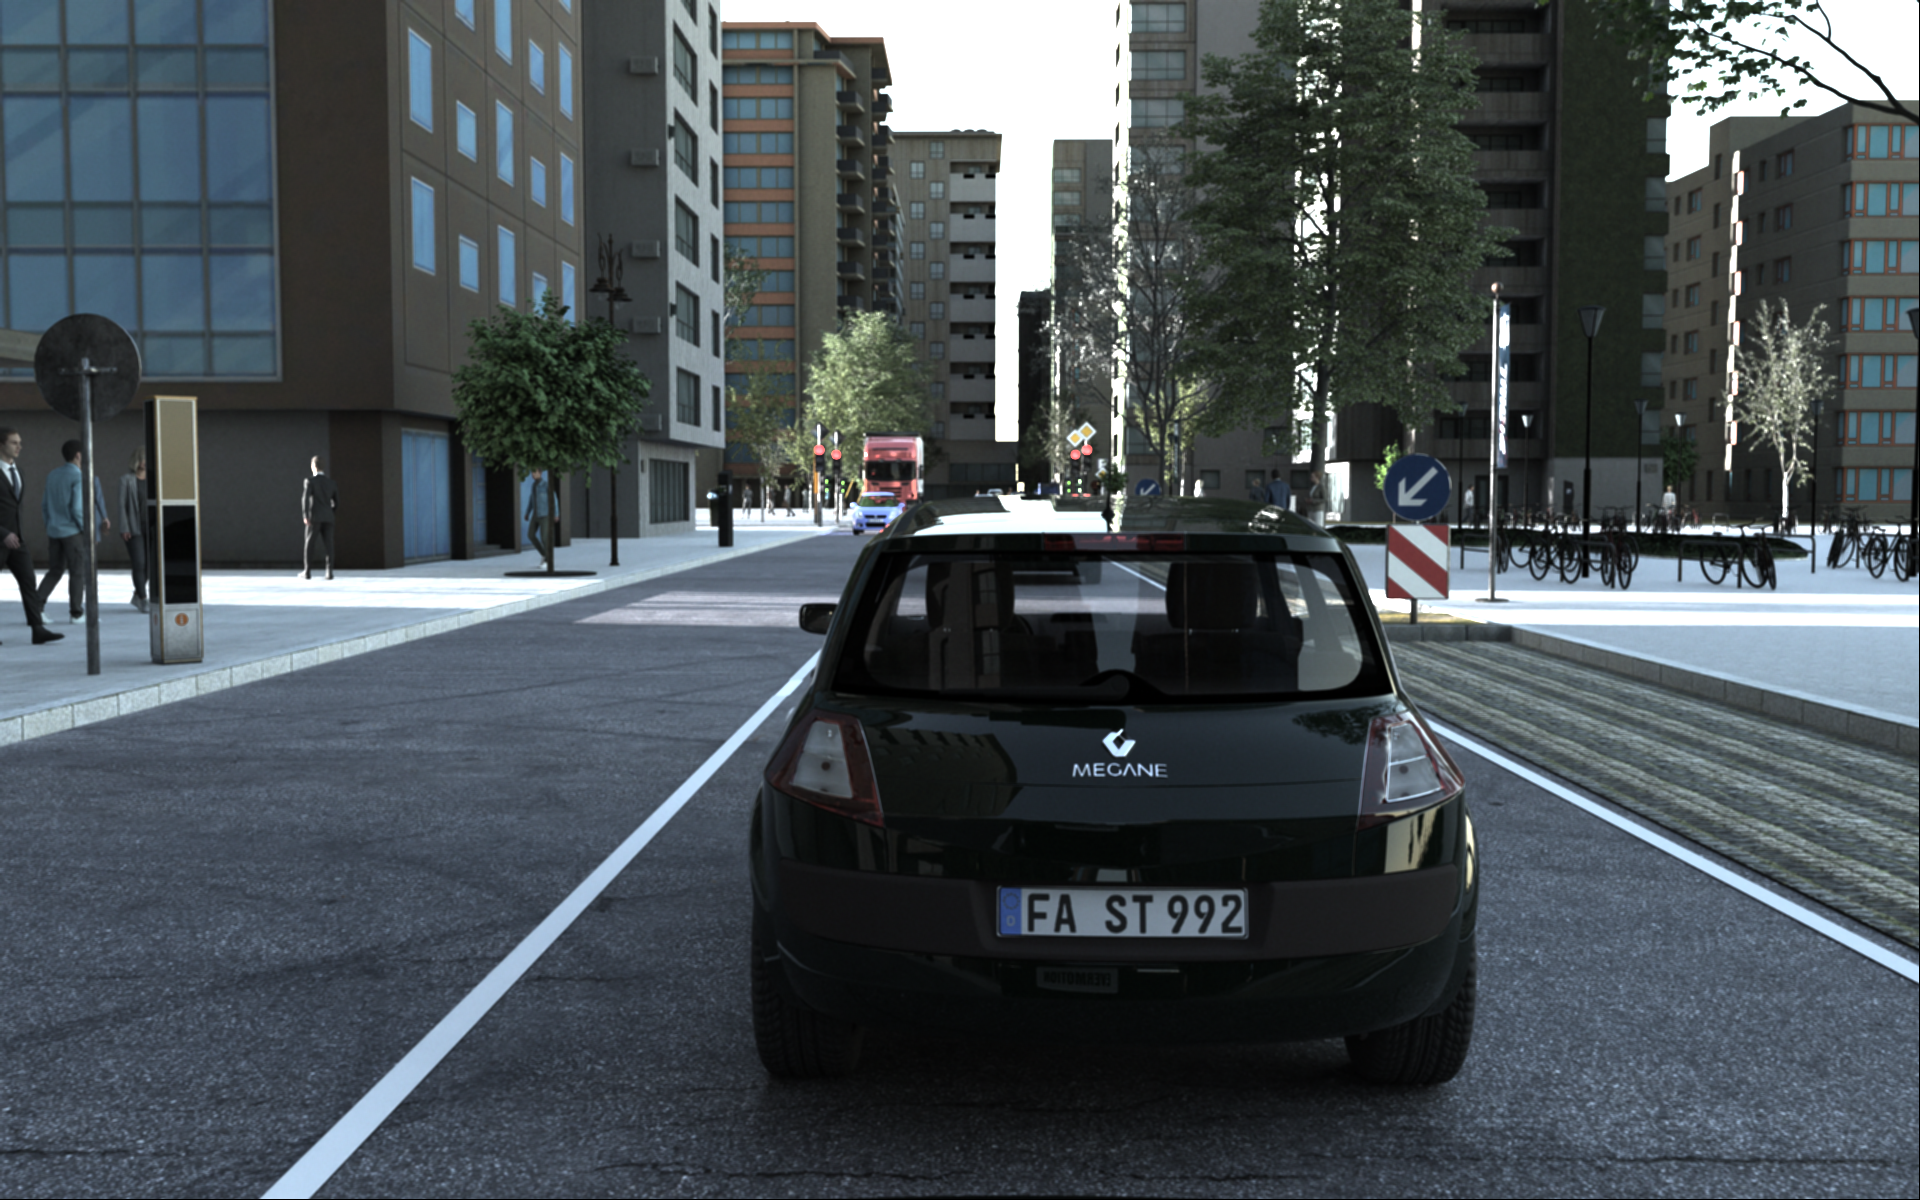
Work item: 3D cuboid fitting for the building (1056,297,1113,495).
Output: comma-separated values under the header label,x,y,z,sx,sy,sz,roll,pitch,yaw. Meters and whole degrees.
label,x,y,z,sx,sy,sz,roll,pitch,yaw
building,23.672,-19.651,166.333,27.650,21.520,28.899,0,4,1

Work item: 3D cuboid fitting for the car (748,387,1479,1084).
label,x,y,z,sx,sy,sz,roll,pitch,yaw
car,0.409,0.254,5.631,2.009,1.686,4.222,0,4,2

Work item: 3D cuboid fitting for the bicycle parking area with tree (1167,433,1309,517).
label,x,y,z,sx,sy,sz,roll,pitch,yaw
bicycle parking area with tree,12.512,-5.819,82.145,8.231,4.147,9.016,0,4,4

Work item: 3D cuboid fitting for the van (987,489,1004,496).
label,x,y,z,sx,sy,sz,roll,pitch,yaw
van,3.223,-9.167,156.885,2.013,2.044,4.112,0,4,2

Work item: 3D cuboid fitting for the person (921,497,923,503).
label,x,y,z,sx,sy,sz,roll,pitch,yaw
person,-4.426,-11.789,199.731,0.436,1.711,0.756,0,4,1

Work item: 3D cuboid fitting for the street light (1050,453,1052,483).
label,x,y,z,sx,sy,sz,roll,pitch,yaw
street light,7.915,-10.806,149.466,0.468,5.910,1.993,0,4,1

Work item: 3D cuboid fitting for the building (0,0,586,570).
label,x,y,z,sx,sy,sz,roll,pitch,yaw
building,-16.236,-23.526,34.760,14.600,45.320,14.200,0,4,1

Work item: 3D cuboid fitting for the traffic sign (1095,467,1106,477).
label,x,y,z,sx,sy,sz,roll,pitch,yaw
traffic sign,6.867,-5.094,83.022,0.795,2.593,0.064,0,4,2

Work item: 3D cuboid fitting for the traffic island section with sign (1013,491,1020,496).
label,x,y,z,sx,sy,sz,roll,pitch,yaw
traffic island section with sign,6.413,-11.932,203.722,1.989,1.847,2.006,0,4,1

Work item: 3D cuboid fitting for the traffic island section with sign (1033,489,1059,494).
label,x,y,z,sx,sy,sz,roll,pitch,yaw
traffic island section with sign,5.270,-5.582,99.901,1.989,1.847,2.006,0,4,1

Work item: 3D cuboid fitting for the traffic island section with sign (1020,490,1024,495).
label,x,y,z,sx,sy,sz,roll,pitch,yaw
traffic island section with sign,5.568,-7.234,126.897,1.989,1.847,2.006,0,4,1

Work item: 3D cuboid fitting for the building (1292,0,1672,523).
label,x,y,z,sx,sy,sz,roll,pitch,yaw
building,24.046,-18.993,82.238,14.107,30.474,14.160,0,4,1

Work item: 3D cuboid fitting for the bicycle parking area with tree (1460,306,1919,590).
label,x,y,z,sx,sy,sz,roll,pitch,yaw
bicycle parking area with tree,12.246,-2.435,26.820,8.231,4.147,9.016,1,4,11

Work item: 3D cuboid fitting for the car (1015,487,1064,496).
label,x,y,z,sx,sy,sz,roll,pitch,yaw
car,1.384,-1.176,29.016,2.009,1.686,4.222,0,4,-1

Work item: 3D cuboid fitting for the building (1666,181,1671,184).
label,x,y,z,sx,sy,sz,roll,pitch,yaw
building,70.099,-31.511,207.093,23.993,40.220,32.217,0,4,1

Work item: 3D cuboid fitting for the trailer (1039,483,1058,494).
label,x,y,z,sx,sy,sz,roll,pitch,yaw
trailer,4.661,-5.184,91.812,1.471,1.999,3.904,0,4,1

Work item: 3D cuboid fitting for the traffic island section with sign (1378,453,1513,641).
label,x,y,z,sx,sy,sz,roll,pitch,yaw
traffic island section with sign,4.369,-0.555,17.708,1.989,1.847,2.006,0,4,1

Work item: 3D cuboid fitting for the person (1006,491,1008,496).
label,x,y,z,sx,sy,sz,roll,pitch,yaw
person,4.479,-9.530,165.039,0.721,1.735,1.217,-1,4,-9

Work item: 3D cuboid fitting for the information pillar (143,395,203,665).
label,x,y,z,sx,sy,sz,roll,pitch,yaw
information pillar,-5.960,-0.528,13.122,0.304,2.012,0.304,-3,5,-40

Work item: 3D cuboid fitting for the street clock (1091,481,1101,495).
label,x,y,z,sx,sy,sz,roll,pitch,yaw
street clock,7.260,-5.401,92.871,0.471,2.002,0.358,1,4,17

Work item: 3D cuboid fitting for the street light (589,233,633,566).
label,x,y,z,sx,sy,sz,roll,pitch,yaw
street light,-6.204,-3.556,30.925,0.468,5.910,1.993,0,4,1

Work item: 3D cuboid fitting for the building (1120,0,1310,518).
label,x,y,z,sx,sy,sz,roll,pitch,yaw
building,16.153,-25.494,100.414,14.154,41.232,14.086,0,4,1

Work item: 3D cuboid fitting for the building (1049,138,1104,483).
label,x,y,z,sx,sy,sz,roll,pitch,yaw
building,17.559,-31.710,202.055,14.154,41.232,14.086,0,4,1

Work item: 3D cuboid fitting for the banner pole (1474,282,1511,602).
label,x,y,z,sx,sy,sz,roll,pitch,yaw
banner pole,6.339,-1.856,20.361,0.401,3.779,0.863,0,4,4

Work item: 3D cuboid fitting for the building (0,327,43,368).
label,x,y,z,sx,sy,sz,roll,pitch,yaw
building,-24.069,-25.479,5.824,28.713,52.752,27.495,0,4,1

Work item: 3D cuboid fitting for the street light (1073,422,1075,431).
label,x,y,z,sx,sy,sz,roll,pitch,yaw
street light,7.348,-8.473,111.328,0.468,5.910,1.993,0,4,1

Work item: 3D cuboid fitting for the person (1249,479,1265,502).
label,x,y,z,sx,sy,sz,roll,pitch,yaw
person,9.555,-3.000,55.511,0.576,1.772,0.534,-2,4,-31

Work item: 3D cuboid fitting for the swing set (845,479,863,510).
label,x,y,z,sx,sy,sz,roll,pitch,yaw
swing set,-7.601,-8.550,137.415,2.862,2.851,3.119,1,4,20

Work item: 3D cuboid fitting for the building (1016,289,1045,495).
label,x,y,z,sx,sy,sz,roll,pitch,yaw
building,15.104,-28.817,242.862,14.107,30.474,14.160,0,4,1

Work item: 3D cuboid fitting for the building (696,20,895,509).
label,x,y,z,sx,sy,sz,roll,pitch,yaw
building,-17.614,-31.172,164.282,22.147,44.769,28.867,0,4,1

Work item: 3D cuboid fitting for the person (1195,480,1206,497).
label,x,y,z,sx,sy,sz,roll,pitch,yaw
person,8.805,-3.491,63.307,0.526,1.800,0.537,-1,4,-14

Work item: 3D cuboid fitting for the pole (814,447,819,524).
label,x,y,z,sx,sy,sz,roll,pitch,yaw
pole,-6.189,-4.939,74.591,0.158,3.312,0.155,0,3,0

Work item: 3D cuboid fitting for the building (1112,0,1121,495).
label,x,y,z,sx,sy,sz,roll,pitch,yaw
building,22.688,-30.760,126.632,21.300,48.544,21.600,0,4,1

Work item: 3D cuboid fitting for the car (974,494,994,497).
label,x,y,z,sx,sy,sz,roll,pitch,yaw
car,1.546,-5.967,109.558,2.014,1.417,4.499,0,4,1

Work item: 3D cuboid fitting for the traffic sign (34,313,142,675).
label,x,y,z,sx,sy,sz,roll,pitch,yaw
traffic sign,-6.163,-0.742,12.244,0.768,2.556,0.104,0,4,2

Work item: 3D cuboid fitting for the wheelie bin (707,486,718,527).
label,x,y,z,sx,sy,sz,roll,pitch,yaw
wheelie bin,-9.515,-3.661,67.760,0.693,1.594,0.980,0,4,-1

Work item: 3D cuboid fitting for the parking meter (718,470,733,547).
label,x,y,z,sx,sy,sz,roll,pitch,yaw
parking meter,-5.704,-2.228,42.138,0.255,1.863,0.399,1,4,13

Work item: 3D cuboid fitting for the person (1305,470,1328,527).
label,x,y,z,sx,sy,sz,roll,pitch,yaw
person,7.064,-1.708,34.517,0.362,1.759,0.519,-1,4,-22

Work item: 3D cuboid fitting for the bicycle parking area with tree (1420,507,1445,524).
label,x,y,z,sx,sy,sz,roll,pitch,yaw
bicycle parking area with tree,18.147,-4.053,53.273,8.231,4.147,9.016,2,4,31

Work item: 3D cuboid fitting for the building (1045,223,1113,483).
label,x,y,z,sx,sy,sz,roll,pitch,yaw
building,16.873,-25.460,187.975,14.160,30.474,14.107,0,4,1

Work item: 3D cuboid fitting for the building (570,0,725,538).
label,x,y,z,sx,sy,sz,roll,pitch,yaw
building,-15.179,-17.397,56.140,14.107,30.474,14.160,0,4,1

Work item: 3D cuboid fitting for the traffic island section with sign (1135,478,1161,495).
label,x,y,z,sx,sy,sz,roll,pitch,yaw
traffic island section with sign,4.659,-2.204,44.661,1.989,1.847,2.006,0,4,1

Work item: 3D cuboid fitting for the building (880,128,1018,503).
label,x,y,z,sx,sy,sz,roll,pitch,yaw
building,-5.622,-40.360,249.130,27.495,52.752,28.713,0,4,1

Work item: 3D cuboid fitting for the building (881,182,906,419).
label,x,y,z,sx,sy,sz,roll,pitch,yaw
building,-18.679,-31.559,207.869,23.993,40.220,32.217,0,4,1

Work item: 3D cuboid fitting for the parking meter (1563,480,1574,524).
label,x,y,z,sx,sy,sz,roll,pitch,yaw
parking meter,26.074,-4.189,74.207,0.399,1.863,0.255,1,4,12

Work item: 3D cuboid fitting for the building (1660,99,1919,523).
label,x,y,z,sx,sy,sz,roll,pitch,yaw
building,53.631,-14.970,89.802,28.899,21.520,27.650,0,4,1

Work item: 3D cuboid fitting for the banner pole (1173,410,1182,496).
label,x,y,z,sx,sy,sz,roll,pitch,yaw
banner pole,6.450,-3.754,51.393,0.401,3.779,0.863,1,4,23

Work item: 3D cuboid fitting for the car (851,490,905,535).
label,x,y,z,sx,sy,sz,roll,pitch,yaw
car,-2.924,-3.220,62.237,1.945,1.707,3.694,0,4,1
